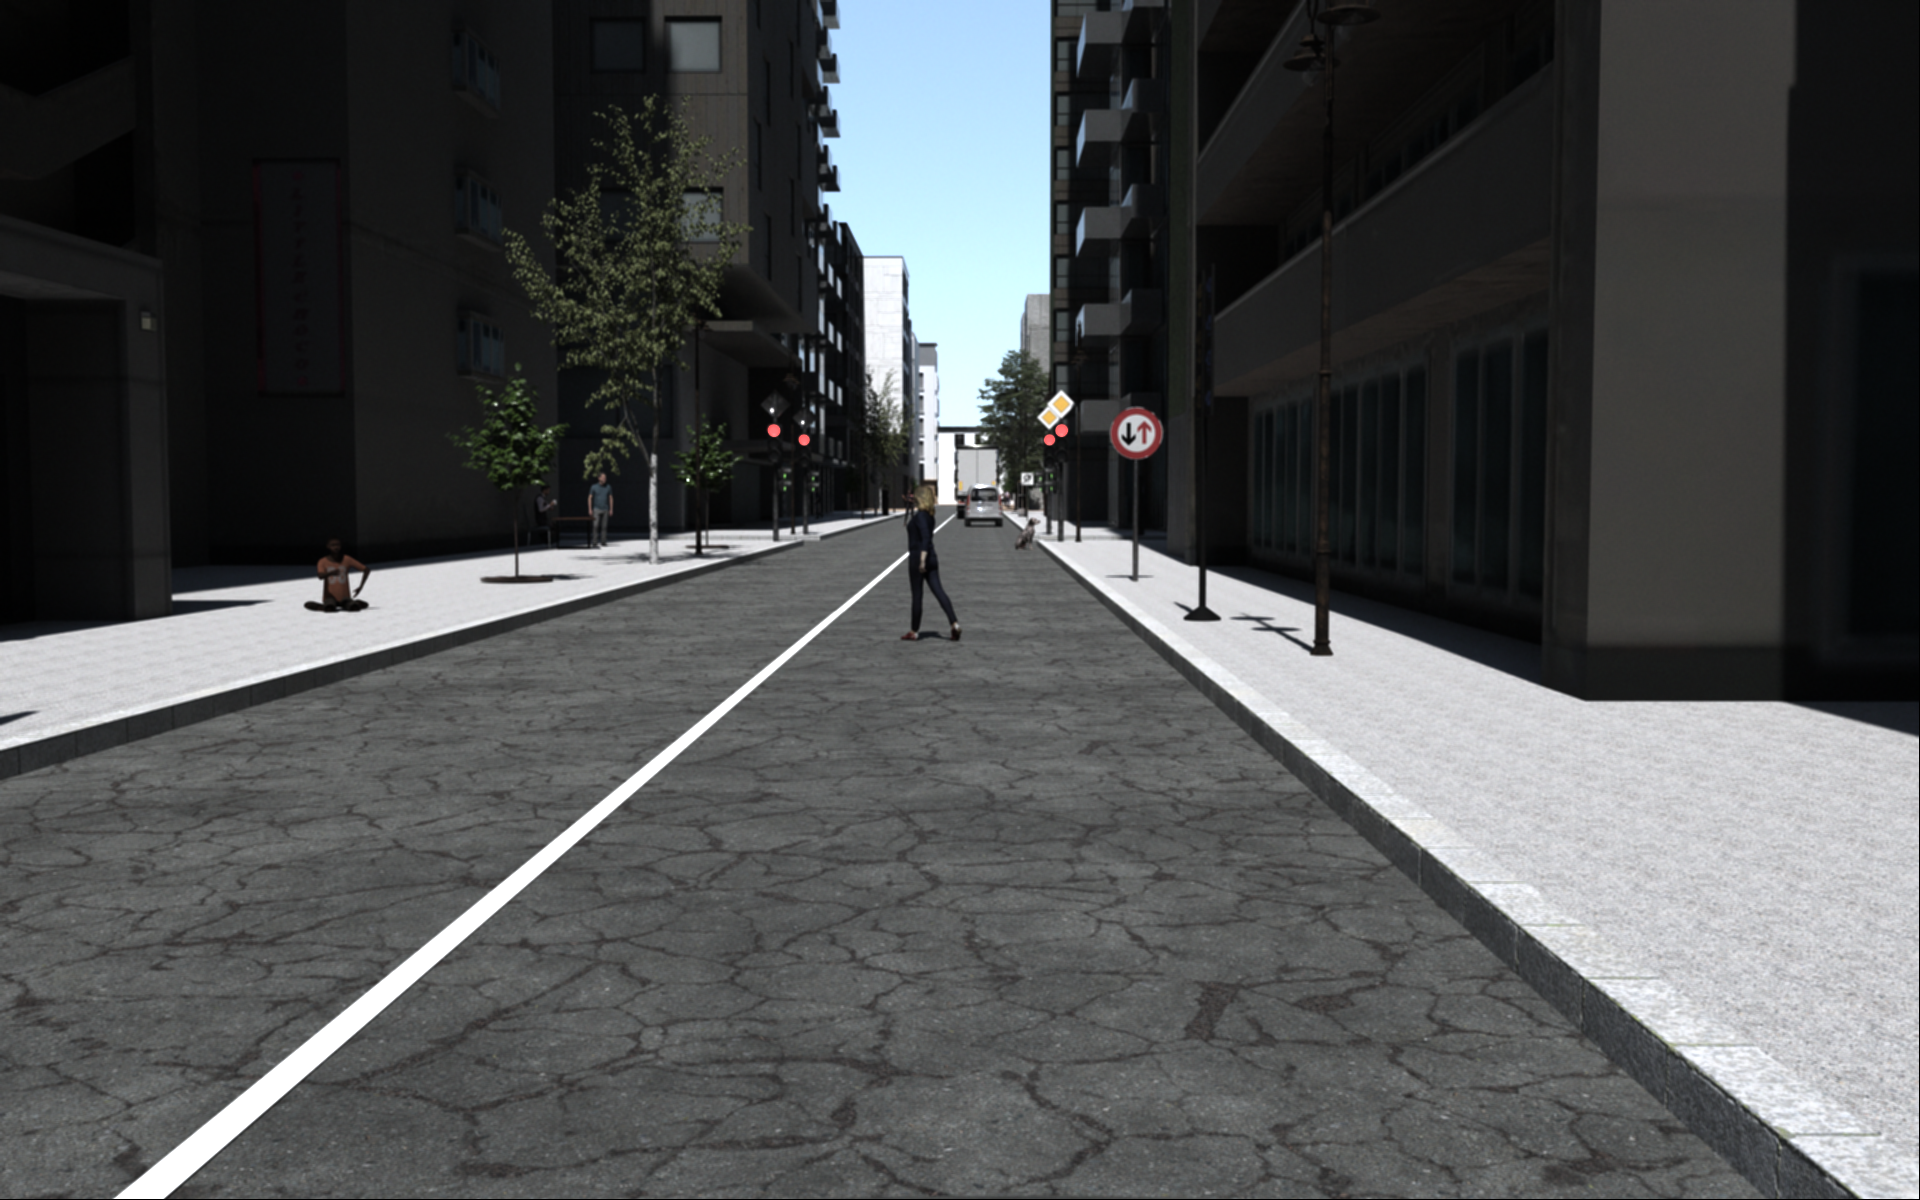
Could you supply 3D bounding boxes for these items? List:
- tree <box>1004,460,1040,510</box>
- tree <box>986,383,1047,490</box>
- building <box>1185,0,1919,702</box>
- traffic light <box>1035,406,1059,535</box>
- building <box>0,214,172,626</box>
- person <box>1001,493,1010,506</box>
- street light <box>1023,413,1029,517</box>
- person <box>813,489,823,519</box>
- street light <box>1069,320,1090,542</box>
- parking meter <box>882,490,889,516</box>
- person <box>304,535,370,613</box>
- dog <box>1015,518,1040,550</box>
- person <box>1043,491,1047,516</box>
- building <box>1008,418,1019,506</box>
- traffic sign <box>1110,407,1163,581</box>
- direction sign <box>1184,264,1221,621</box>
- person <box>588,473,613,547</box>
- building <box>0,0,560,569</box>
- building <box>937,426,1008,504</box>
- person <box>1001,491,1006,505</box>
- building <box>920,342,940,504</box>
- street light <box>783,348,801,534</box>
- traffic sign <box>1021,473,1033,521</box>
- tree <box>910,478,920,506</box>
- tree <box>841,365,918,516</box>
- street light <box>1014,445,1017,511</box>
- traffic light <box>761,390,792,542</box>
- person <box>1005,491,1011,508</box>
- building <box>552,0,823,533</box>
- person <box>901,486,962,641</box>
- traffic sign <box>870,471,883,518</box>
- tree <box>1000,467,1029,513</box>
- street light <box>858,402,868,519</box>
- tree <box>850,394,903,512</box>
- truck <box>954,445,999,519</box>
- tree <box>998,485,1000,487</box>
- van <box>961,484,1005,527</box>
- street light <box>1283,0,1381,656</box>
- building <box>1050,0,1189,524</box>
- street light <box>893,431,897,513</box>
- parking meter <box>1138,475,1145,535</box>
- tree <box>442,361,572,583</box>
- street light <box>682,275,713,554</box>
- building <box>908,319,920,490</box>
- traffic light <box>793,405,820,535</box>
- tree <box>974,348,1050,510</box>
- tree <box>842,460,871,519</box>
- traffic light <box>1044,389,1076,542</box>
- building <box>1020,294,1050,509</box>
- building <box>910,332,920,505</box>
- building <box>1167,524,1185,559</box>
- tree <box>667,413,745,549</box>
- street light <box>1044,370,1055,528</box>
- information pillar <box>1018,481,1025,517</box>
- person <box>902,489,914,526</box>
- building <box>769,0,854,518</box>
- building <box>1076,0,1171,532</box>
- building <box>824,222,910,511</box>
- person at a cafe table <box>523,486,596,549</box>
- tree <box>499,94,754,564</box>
[{"bbox_3d":[5.323,-9.790,143.773,4.285,4.588,4.351,0,3,0],"label":"tree"},{"bbox_3d":[3.798,-9.992,113.738,4.360,8.622,3.978,0,3,0],"label":"tree"},{"bbox_3d":[14.640,-24.214,19.605,21.300,48.544,21.600,0,4,1],"label":"building"},{"bbox_3d":[2.791,-4.019,54.630,0.839,4.253,0.868,0,4,1],"label":"traffic light"},{"bbox_3d":[-18.576,-35.075,11.726,20.563,71.187,20.611,0,4,1],"label":"building"},{"bbox_3d":[4.891,-10.993,186.505,1.217,1.736,0.721,2,4,32],"label":"person"},{"bbox_3d":[3.679,-7.584,96.781,0.468,5.910,1.993,0,4,1],"label":"street light"},{"bbox_3d":[-7.318,-4.956,89.277,0.471,1.553,0.569,1,4,23],"label":"person"},{"bbox_3d":[3.175,-4.495,46.276,0.468,5.910,1.993,0,4,1],"label":"street light"},{"bbox_3d":[-4.406,-5.743,102.309,0.372,1.533,0.369,0,3,0],"label":"parking meter"},{"bbox_3d":[-6.760,-0.280,18.915,0.859,0.850,0.655,-2,4,-27],"label":"person"},{"bbox_3d":[1.658,-1.714,44.857,0.513,0.831,0.800,-2,4,-28],"label":"dog"},{"bbox_3d":[4.989,-5.604,99.932,0.388,1.546,0.482,-1,4,-21],"label":"person"},{"bbox_3d":[10.372,-15.244,191.381,9.099,9.664,28.070,0,4,1],"label":"building"},{"bbox_3d":[2.581,-1.548,25.412,0.768,2.556,0.104,0,4,2],"label":"traffic sign"},{"bbox_3d":[2.470,-1.563,17.553,0.379,3.537,0.876,0,4,-2],"label":"direction sign"},{"bbox_3d":[-8.806,-2.219,42.452,0.598,1.807,0.434,-1,4,-14],"label":"person"},{"bbox_3d":[-21.273,-25.101,34.095,21.600,48.544,21.300,0,4,1],"label":"building"},{"bbox_3d":[11.227,-16.961,219.463,28.070,9.664,9.099,0,4,1],"label":"building"},{"bbox_3d":[5.139,-11.748,198.826,1.217,1.736,0.721,3,4,39],"label":"person"},{"bbox_3d":[-8.462,-22.390,222.489,11.380,20.091,16.016,0,4,1],"label":"building"},{"bbox_3d":[-5.318,-5.029,55.006,0.468,5.910,1.993,0,4,1],"label":"street light"},{"bbox_3d":[3.230,-4.954,83.123,0.606,2.300,0.079,0,4,2],"label":"traffic sign"},{"bbox_3d":[-4.959,-11.807,187.646,1.663,3.219,1.824,0,3,0],"label":"tree"},{"bbox_3d":[-4.618,-9.128,99.605,4.737,8.622,4.395,0,3,0],"label":"tree"},{"bbox_3d":[4.122,-9.580,129.415,0.468,5.910,1.993,0,4,1],"label":"street light"},{"bbox_3d":[-4.959,-3.535,46.714,0.839,4.253,0.868,0,4,1],"label":"traffic light"},{"bbox_3d":[4.563,-9.640,164.594,0.436,1.711,0.756,-1,4,-21],"label":"person"},{"bbox_3d":[-20.055,-29.270,67.806,28.713,52.752,27.495,0,4,1],"label":"building"},{"bbox_3d":[-0.283,-0.359,16.919,0.613,1.512,0.480,0,4,3],"label":"person"},{"bbox_3d":[-4.555,-5.769,94.423,0.768,2.556,0.104,1,4,9],"label":"traffic sign"},{"bbox_3d":[3.951,-7.532,117.742,1.663,3.219,1.824,0,3,0],"label":"tree"},{"bbox_3d":[-4.910,-7.005,87.311,0.468,5.910,1.993,0,4,1],"label":"street light"},{"bbox_3d":[-5.826,-10.670,124.815,4.360,8.622,3.978,0,3,0],"label":"tree"},{"bbox_3d":[1.023,-7.066,104.441,2.839,4.237,11.283,0,4,0],"label":"truck"},{"bbox_3d":[4.768,-10.003,158.158,1.663,3.219,1.824,0,3,0],"label":"tree"},{"bbox_3d":[1.037,-4.296,77.251,2.013,2.044,4.112,0,4,-1],"label":"van"},{"bbox_3d":[2.885,-2.498,13.635,0.468,5.910,1.993,0,4,1],"label":"street light"},{"bbox_3d":[11.546,-24.734,87.996,14.154,41.232,14.086,0,4,1],"label":"building"},{"bbox_3d":[-4.550,-8.987,119.732,0.468,5.910,1.993,0,4,1],"label":"street light"},{"bbox_3d":[5.586,-2.950,53.949,0.255,1.863,0.399,1,4,23],"label":"parking meter"},{"bbox_3d":[-6.381,-1.869,25.162,1.663,3.219,1.824,0,3,0],"label":"tree"},{"bbox_3d":[-5.568,-3.911,36.738,0.468,5.910,1.993,0,4,1],"label":"street light"},{"bbox_3d":[-12.384,-19.123,169.083,16.016,20.091,11.380,0,4,1],"label":"building"},{"bbox_3d":[-4.870,-4.023,54.699,0.839,4.253,0.868,0,4,1],"label":"traffic light"},{"bbox_3d":[4.877,-13.271,135.115,7.486,12.596,7.792,0,3,0],"label":"tree"},{"bbox_3d":[-5.665,-5.814,89.661,1.663,3.219,1.824,0,3,0],"label":"tree"},{"bbox_3d":[2.702,-3.531,46.645,0.839,4.253,0.868,0,4,1],"label":"traffic light"},{"bbox_3d":[14.365,-18.035,161.331,16.747,18.905,31.486,0,4,1],"label":"building"},{"bbox_3d":[-20.647,-20.227,197.176,31.486,18.905,16.747,0,4,1],"label":"building"},{"bbox_3d":[11.501,-21.656,37.673,14.154,41.232,14.086,0,4,1],"label":"building"},{"bbox_3d":[-6.074,-2.855,41.274,1.663,3.219,1.824,0,3,0],"label":"tree"},{"bbox_3d":[3.346,-5.608,64.475,0.468,5.910,1.993,0,4,1],"label":"street light"},{"bbox_3d":[3.529,-5.777,98.948,0.304,2.012,0.304,3,4,37],"label":"information pillar"},{"bbox_3d":[-2.276,-4.107,77.122,0.593,1.643,0.415,-1,4,-21],"label":"person"},{"bbox_3d":[-18.960,-29.676,104.816,23.786,49.044,30.456,0,4,1],"label":"building"},{"bbox_3d":[19.786,-27.334,66.519,30.456,49.044,23.786,0,4,1],"label":"building"},{"bbox_3d":[-18.868,-18.527,146.887,27.936,21.610,32.646,0,4,1],"label":"building"},{"bbox_3d":[-9.389,-1.962,40.591,1.622,1.524,1.698,-1,4,-14],"label":"person at a cafe table"},{"bbox_3d":[-5.835,-4.965,31.544,4.737,8.622,4.395,0,3,0],"label":"tree"}]
